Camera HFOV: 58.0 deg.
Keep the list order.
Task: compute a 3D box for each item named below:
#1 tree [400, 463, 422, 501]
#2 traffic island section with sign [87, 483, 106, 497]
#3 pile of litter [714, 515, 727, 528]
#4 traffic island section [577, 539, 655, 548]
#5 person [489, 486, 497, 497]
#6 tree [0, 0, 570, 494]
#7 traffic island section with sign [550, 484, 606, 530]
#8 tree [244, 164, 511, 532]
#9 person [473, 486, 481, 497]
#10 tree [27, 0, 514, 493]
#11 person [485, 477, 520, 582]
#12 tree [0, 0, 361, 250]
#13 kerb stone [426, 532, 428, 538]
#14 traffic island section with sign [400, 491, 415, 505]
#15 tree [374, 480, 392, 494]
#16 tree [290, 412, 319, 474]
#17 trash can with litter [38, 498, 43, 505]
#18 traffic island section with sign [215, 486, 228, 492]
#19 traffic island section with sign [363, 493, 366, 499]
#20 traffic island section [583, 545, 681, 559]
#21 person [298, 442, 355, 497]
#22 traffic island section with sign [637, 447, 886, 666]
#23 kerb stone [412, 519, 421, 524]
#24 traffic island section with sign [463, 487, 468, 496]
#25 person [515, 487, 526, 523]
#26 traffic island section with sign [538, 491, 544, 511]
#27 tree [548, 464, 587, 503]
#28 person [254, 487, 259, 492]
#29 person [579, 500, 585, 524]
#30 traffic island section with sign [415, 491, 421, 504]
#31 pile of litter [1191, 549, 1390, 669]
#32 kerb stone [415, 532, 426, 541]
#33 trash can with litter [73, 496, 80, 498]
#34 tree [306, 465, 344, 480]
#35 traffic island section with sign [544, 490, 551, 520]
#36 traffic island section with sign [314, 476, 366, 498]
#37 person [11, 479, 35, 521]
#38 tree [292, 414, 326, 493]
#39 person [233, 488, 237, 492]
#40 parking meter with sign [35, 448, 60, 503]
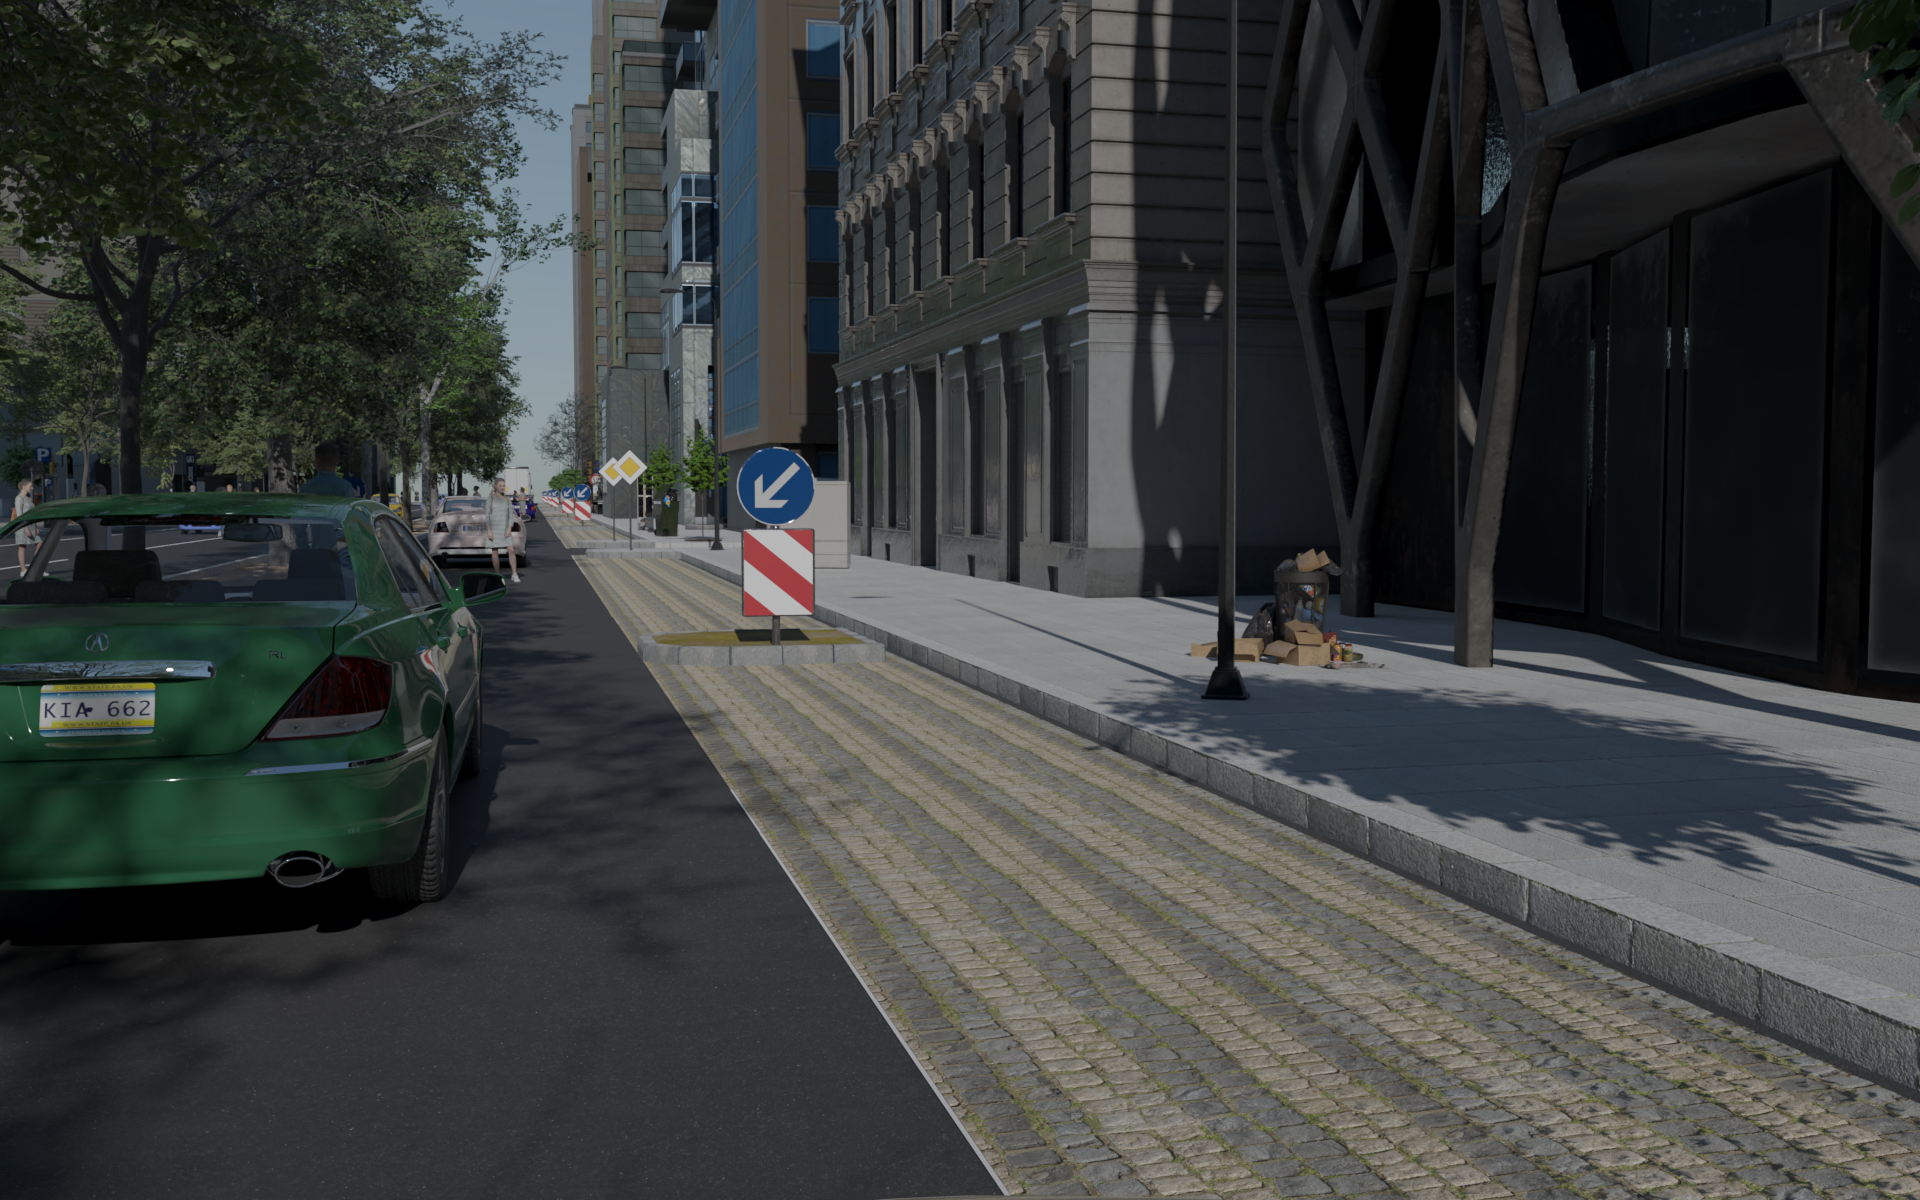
[{"bbox_3d":[-84.597,-19.380,267.220,4.360,8.622,3.978,0,3,0],"label":"tree"},{"bbox_3d":[-31.814,-3.370,63.726,1.989,1.847,2.006,-1,4,-14],"label":"traffic island section with sign"},{"bbox_3d":[-8.788,-3.208,66.415,1.719,0.858,1.176,2,4,34],"label":"pile of litter"},{"bbox_3d":[-9.392,-1.521,47.145,2.009,0.180,2.903,-1,4,-14],"label":"traffic island section"},{"bbox_3d":[-17.619,-3.485,66.074,0.643,1.750,0.593,3,4,36],"label":"person"},{"bbox_3d":[-9.958,-6.587,20.520,12.009,13.543,11.850,0,3,0],"label":"tree"},{"bbox_3d":[-15.171,-3.693,69.011,1.989,1.847,2.006,-1,4,-14],"label":"traffic island section with sign"},{"bbox_3d":[-18.095,-7.691,53.962,9.928,11.665,9.643,0,3,0],"label":"tree"},{"bbox_3d":[-20.128,-3.852,71.822,0.599,1.781,0.374,2,4,32],"label":"person"},{"bbox_3d":[-13.308,-7.623,33.756,9.857,13.997,8.962,0,3,0],"label":"tree"},{"bbox_3d":[-7.497,-1.147,28.258,0.512,1.701,0.522,-2,4,-32],"label":"person"},{"bbox_3d":[-7.617,-5.530,11.002,7.486,12.596,7.792,0,3,0],"label":"tree"},{"bbox_3d":[-17.236,-2.037,55.498,0.120,0.150,1.000,-1,4,-14],"label":"kerb stone"},{"bbox_3d":[-70.536,-12.900,219.542,1.989,1.847,2.006,-1,4,-14],"label":"traffic island section with sign"},{"bbox_3d":[-73.244,-13.762,219.608,1.663,3.219,1.824,0,3,0],"label":"tree"},{"bbox_3d":[-50.622,-11.035,130.780,4.360,8.622,3.978,0,3,0],"label":"tree"},{"bbox_3d":[-46.277,-4.633,87.138,1.055,1.170,0.624,1,4,14],"label":"trash can with litter"},{"bbox_3d":[-38.316,-4.970,89.888,1.989,1.847,2.006,-1,4,-14],"label":"traffic island section with sign"},{"bbox_3d":[-57.232,-9.625,166.004,1.989,1.847,2.006,-1,4,-14],"label":"traffic island section with sign"},{"bbox_3d":[-7.466,-1.047,39.395,2.009,0.180,2.903,-1,4,-14],"label":"traffic island section"},{"bbox_3d":[-5.032,-0.325,13.674,0.638,1.841,0.748,2,4,33],"label":"person"},{"bbox_3d":[-1.832,-0.410,15.337,1.989,1.847,2.006,-1,4,-14],"label":"traffic island section with sign"},{"bbox_3d":[-26.935,-3.887,85.833,0.120,0.150,1.000,-1,4,-14],"label":"kerb stone"},{"bbox_3d":[-33.911,-6.728,118.142,2.006,1.907,1.989,-1,4,-14],"label":"traffic island section with sign"},{"bbox_3d":[-21.684,-4.685,85.453,0.532,1.782,0.716,-1,4,-15],"label":"person"},{"bbox_3d":[-33.673,-8.246,143.457,1.989,1.847,2.006,-1,4,-14],"label":"traffic island section with sign"},{"bbox_3d":[-42.265,-12.521,188.424,4.285,4.588,4.351,0,3,0],"label":"tree"},{"bbox_3d":[-38.670,-5.288,95.202,0.529,1.795,0.600,-3,4,-38],"label":"person"},{"bbox_3d":[-18.207,-4.567,83.745,0.524,1.755,0.480,-2,4,-25],"label":"person"},{"bbox_3d":[-77.165,-14.532,246.229,1.989,1.847,2.006,-1,4,-14],"label":"traffic island section with sign"},{"bbox_3d":[2.492,0.037,13.360,1.176,0.858,1.719,-1,4,-21],"label":"pile of litter"},{"bbox_3d":[-16.991,-1.976,54.506,0.120,0.150,1.000,-1,4,-14],"label":"kerb stone"},{"bbox_3d":[-37.839,-3.865,74.250,2.233,1.210,1.678,3,5,44],"label":"trash can with litter"},{"bbox_3d":[-58.886,-10.820,160.614,4.285,4.588,4.351,0,3,0],"label":"tree"},{"bbox_3d":[-21.678,-5.293,95.172,1.989,1.847,2.006,-1,4,-14],"label":"traffic island section with sign"},{"bbox_3d":[-15.776,-2.268,45.216,2.006,1.907,1.989,-1,4,-14],"label":"traffic island section with sign"},{"bbox_3d":[-16.251,-1.263,30.160,0.522,1.701,0.512,0,4,-4],"label":"person"},{"bbox_3d":[-51.607,-11.328,135.571,4.737,8.622,4.395,0,3,0],"label":"tree"},{"bbox_3d":[-39.843,-5.272,95.243,0.519,1.759,0.362,-3,5,-40],"label":"person"},{"bbox_3d":[-34.519,-4.254,65.809,0.543,3.016,1.738,-1,4,-11],"label":"parking meter with sign"}]
